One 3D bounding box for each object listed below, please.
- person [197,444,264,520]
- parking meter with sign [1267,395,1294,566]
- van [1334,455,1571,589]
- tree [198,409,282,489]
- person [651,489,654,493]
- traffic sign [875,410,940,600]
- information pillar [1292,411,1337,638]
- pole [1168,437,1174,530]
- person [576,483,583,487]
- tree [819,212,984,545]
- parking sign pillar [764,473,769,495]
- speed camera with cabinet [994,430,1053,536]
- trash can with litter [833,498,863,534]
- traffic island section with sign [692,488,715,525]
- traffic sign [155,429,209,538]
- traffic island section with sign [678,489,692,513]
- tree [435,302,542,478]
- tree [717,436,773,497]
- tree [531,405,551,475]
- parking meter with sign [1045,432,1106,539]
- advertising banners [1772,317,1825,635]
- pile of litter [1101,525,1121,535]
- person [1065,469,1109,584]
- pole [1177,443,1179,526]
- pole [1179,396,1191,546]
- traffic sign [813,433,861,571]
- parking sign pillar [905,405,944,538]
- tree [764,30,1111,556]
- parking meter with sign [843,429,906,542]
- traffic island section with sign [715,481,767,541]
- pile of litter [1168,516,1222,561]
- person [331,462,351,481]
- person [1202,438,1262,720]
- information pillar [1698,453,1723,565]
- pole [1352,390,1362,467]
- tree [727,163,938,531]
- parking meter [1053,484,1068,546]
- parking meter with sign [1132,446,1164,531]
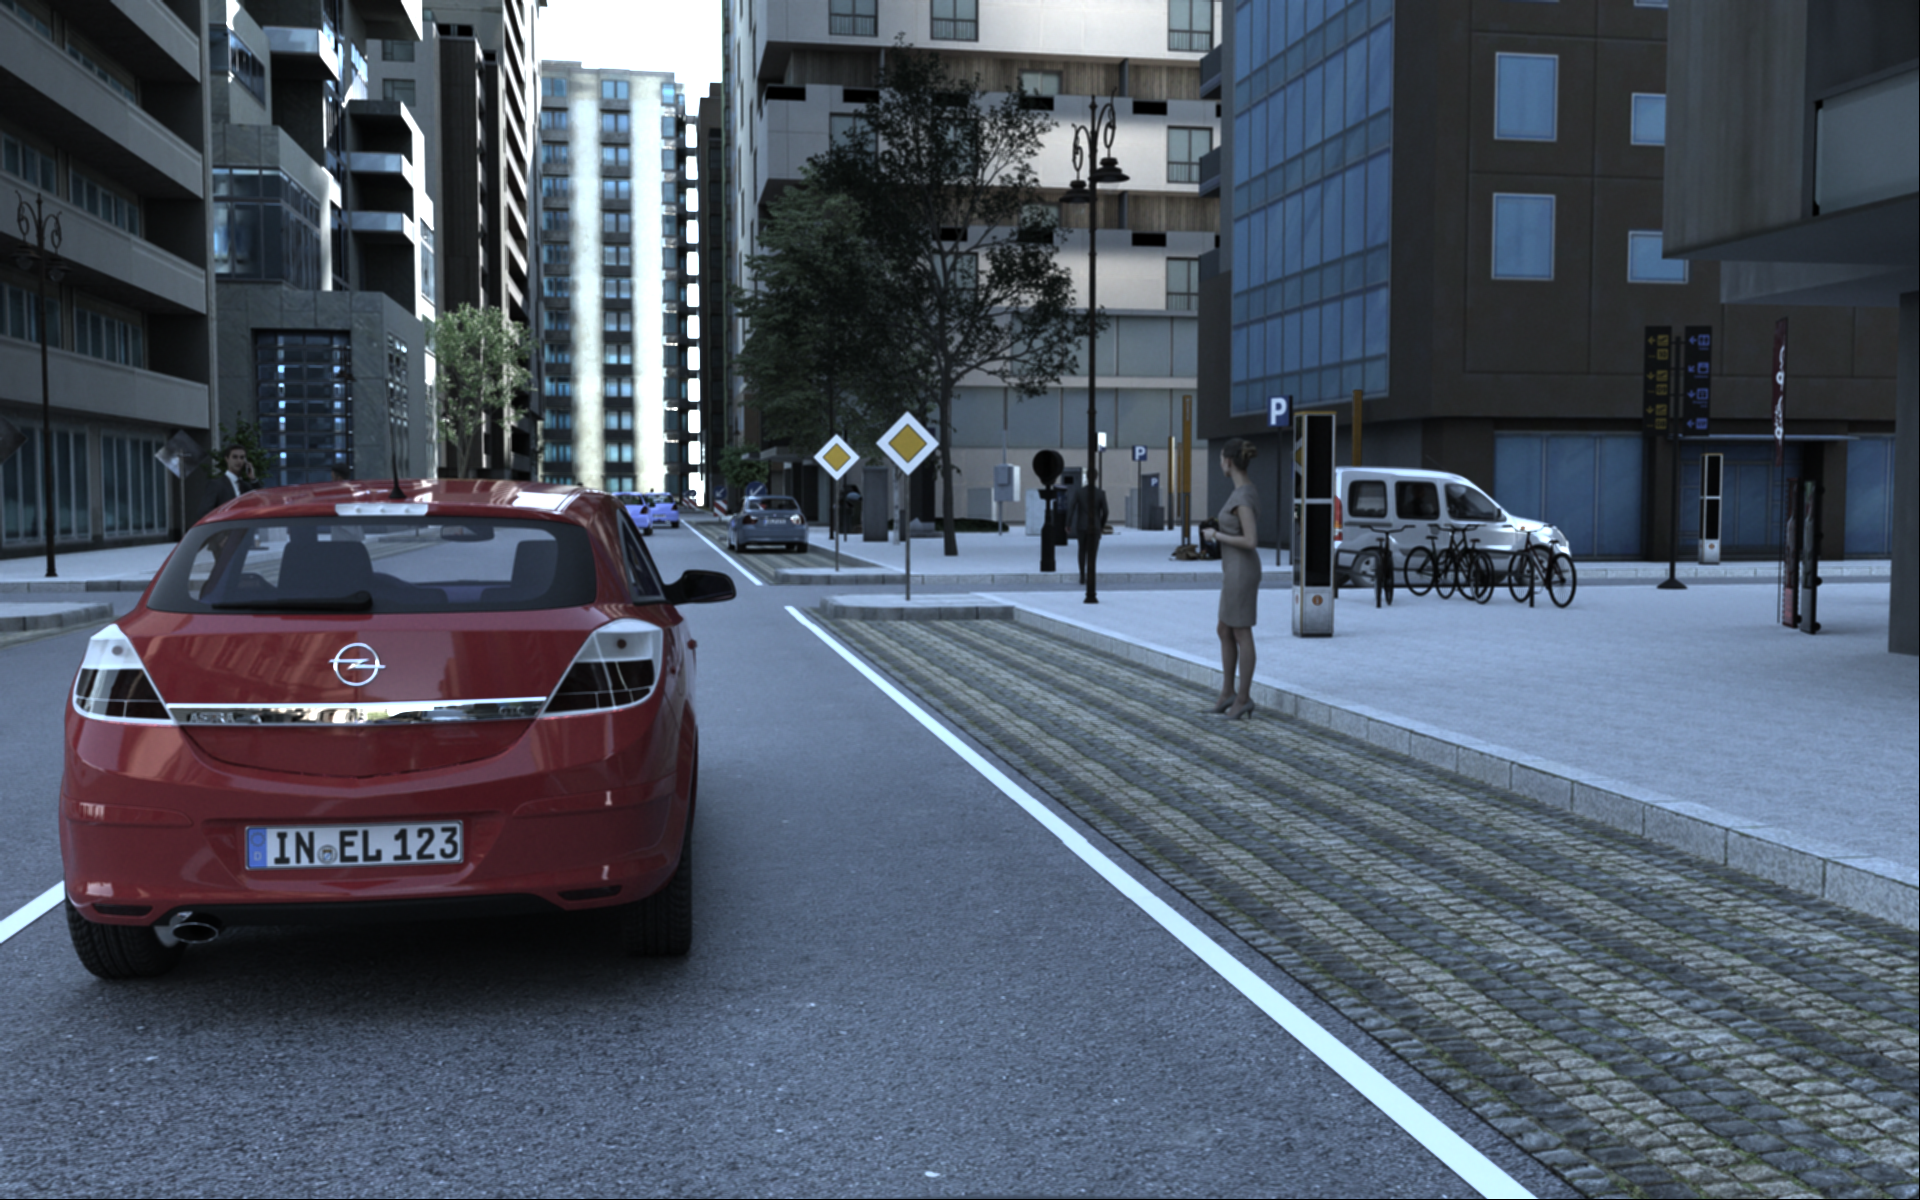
[{"bbox_3d":[-6.765,-0.510,16.203,0.474,1.900,0.648,0,4,5],"label":"person"},{"bbox_3d":[6.359,-2.140,31.242,1.738,3.016,0.543,-2,4,-34],"label":"parking meter with sign"},{"bbox_3d":[7.316,-1.204,26.694,4.112,2.044,2.013,-1,4,-10],"label":"van"},{"bbox_3d":[-16.510,-2.768,39.854,1.663,3.219,1.824,0,3,0],"label":"tree"},{"bbox_3d":[-21.288,-6.799,119.687,0.705,1.821,1.348,-2,4,-27],"label":"person"},{"bbox_3d":[-0.632,-1.051,20.831,0.795,2.450,0.064,-1,4,-10],"label":"traffic sign"},{"bbox_3d":[3.176,-0.676,15.548,0.304,2.012,0.304,0,4,-5],"label":"information pillar"},{"bbox_3d":[7.519,-4.150,61.694,0.158,3.312,0.155,0,3,0],"label":"pole"},{"bbox_3d":[-12.078,-2.830,55.014,0.529,1.795,0.600,0,4,5],"label":"person"},{"bbox_3d":[-1.554,-5.678,43.191,4.360,8.622,3.978,0,3,0],"label":"tree"},{"bbox_3d":[-11.486,-6.954,102.166,1.447,3.967,1.447,-1,4,-14],"label":"parking sign pillar"},{"bbox_3d":[2.087,-3.620,53.528,2.038,3.252,0.660,2,4,24],"label":"speed camera with cabinet"},{"bbox_3d":[-3.543,-2.706,55.628,1.055,1.170,0.624,-3,5,-44],"label":"trash can with litter"},{"bbox_3d":[-11.223,-4.368,80.038,1.989,1.847,2.006,-1,4,-10],"label":"traffic island section with sign"},{"bbox_3d":[-12.080,-1.424,26.918,0.795,2.450,0.064,-1,4,-10],"label":"traffic sign"},{"bbox_3d":[-19.999,-7.358,128.933,1.989,1.847,2.006,-1,4,-10],"label":"traffic island section with sign"},{"bbox_3d":[-26.561,-10.198,92.497,9.928,11.665,9.643,0,3,0],"label":"tree"},{"bbox_3d":[-12.187,-7.032,98.692,4.285,4.588,4.351,0,3,0],"label":"tree"},{"bbox_3d":[-35.494,-11.643,140.725,4.360,8.622,3.978,0,3,0],"label":"tree"},{"bbox_3d":[3.265,-3.260,49.562,1.738,3.016,0.543,2,4,30],"label":"parking meter with sign"},{"bbox_3d":[8.019,-1.251,16.635,0.090,3.025,2.074,1,4,14],"label":"advertising banners"},{"bbox_3d":[4.384,-2.522,55.204,1.719,0.858,1.176,-1,4,-20],"label":"pile of litter"},{"bbox_3d":[2.024,-1.167,27.357,0.659,1.850,0.755,1,4,10],"label":"person"},{"bbox_3d":[8.767,-4.611,69.234,0.158,3.312,0.155,0,3,0],"label":"pole"},{"bbox_3d":[4.705,-2.577,35.979,0.158,3.312,0.155,0,3,0],"label":"pole"},{"bbox_3d":[-2.042,-1.532,28.691,0.795,2.450,0.064,-1,4,-10],"label":"traffic sign"},{"bbox_3d":[-1.185,-3.825,51.008,1.447,3.967,1.447,-2,4,-25],"label":"parking sign pillar"},{"bbox_3d":[-0.528,-6.200,35.781,7.601,10.594,8.767,-1,4,-12],"label":"tree"},{"bbox_3d":[-2.283,-3.096,46.881,1.738,3.016,0.543,0,4,-7],"label":"parking meter with sign"},{"bbox_3d":[-6.421,-2.732,53.302,1.989,1.847,2.006,-1,4,-10],"label":"traffic island section with sign"},{"bbox_3d":[4.653,-1.223,33.968,1.719,0.858,1.176,-3,5,-42],"label":"pile of litter"},{"bbox_3d":[-7.271,-0.713,20.342,0.466,1.800,0.511,0,4,2],"label":"person"},{"bbox_3d":[1.712,-0.128,10.932,0.374,1.781,0.599,0,4,7],"label":"person"},{"bbox_3d":[13.631,-1.649,31.461,0.304,2.012,0.304,0,4,8],"label":"information pillar"},{"bbox_3d":[7.786,-2.458,34.027,0.158,3.312,0.155,0,3,0],"label":"pole"},{"bbox_3d":[-4.694,-8.667,59.837,7.486,12.596,7.792,0,3,0],"label":"tree"},{"bbox_3d":[2.498,-2.125,43.162,0.372,1.533,0.369,0,3,0],"label":"parking meter"},{"bbox_3d":[6.739,-3.991,61.517,0.543,3.016,1.738,-1,4,-20],"label":"parking meter with sign"}]
